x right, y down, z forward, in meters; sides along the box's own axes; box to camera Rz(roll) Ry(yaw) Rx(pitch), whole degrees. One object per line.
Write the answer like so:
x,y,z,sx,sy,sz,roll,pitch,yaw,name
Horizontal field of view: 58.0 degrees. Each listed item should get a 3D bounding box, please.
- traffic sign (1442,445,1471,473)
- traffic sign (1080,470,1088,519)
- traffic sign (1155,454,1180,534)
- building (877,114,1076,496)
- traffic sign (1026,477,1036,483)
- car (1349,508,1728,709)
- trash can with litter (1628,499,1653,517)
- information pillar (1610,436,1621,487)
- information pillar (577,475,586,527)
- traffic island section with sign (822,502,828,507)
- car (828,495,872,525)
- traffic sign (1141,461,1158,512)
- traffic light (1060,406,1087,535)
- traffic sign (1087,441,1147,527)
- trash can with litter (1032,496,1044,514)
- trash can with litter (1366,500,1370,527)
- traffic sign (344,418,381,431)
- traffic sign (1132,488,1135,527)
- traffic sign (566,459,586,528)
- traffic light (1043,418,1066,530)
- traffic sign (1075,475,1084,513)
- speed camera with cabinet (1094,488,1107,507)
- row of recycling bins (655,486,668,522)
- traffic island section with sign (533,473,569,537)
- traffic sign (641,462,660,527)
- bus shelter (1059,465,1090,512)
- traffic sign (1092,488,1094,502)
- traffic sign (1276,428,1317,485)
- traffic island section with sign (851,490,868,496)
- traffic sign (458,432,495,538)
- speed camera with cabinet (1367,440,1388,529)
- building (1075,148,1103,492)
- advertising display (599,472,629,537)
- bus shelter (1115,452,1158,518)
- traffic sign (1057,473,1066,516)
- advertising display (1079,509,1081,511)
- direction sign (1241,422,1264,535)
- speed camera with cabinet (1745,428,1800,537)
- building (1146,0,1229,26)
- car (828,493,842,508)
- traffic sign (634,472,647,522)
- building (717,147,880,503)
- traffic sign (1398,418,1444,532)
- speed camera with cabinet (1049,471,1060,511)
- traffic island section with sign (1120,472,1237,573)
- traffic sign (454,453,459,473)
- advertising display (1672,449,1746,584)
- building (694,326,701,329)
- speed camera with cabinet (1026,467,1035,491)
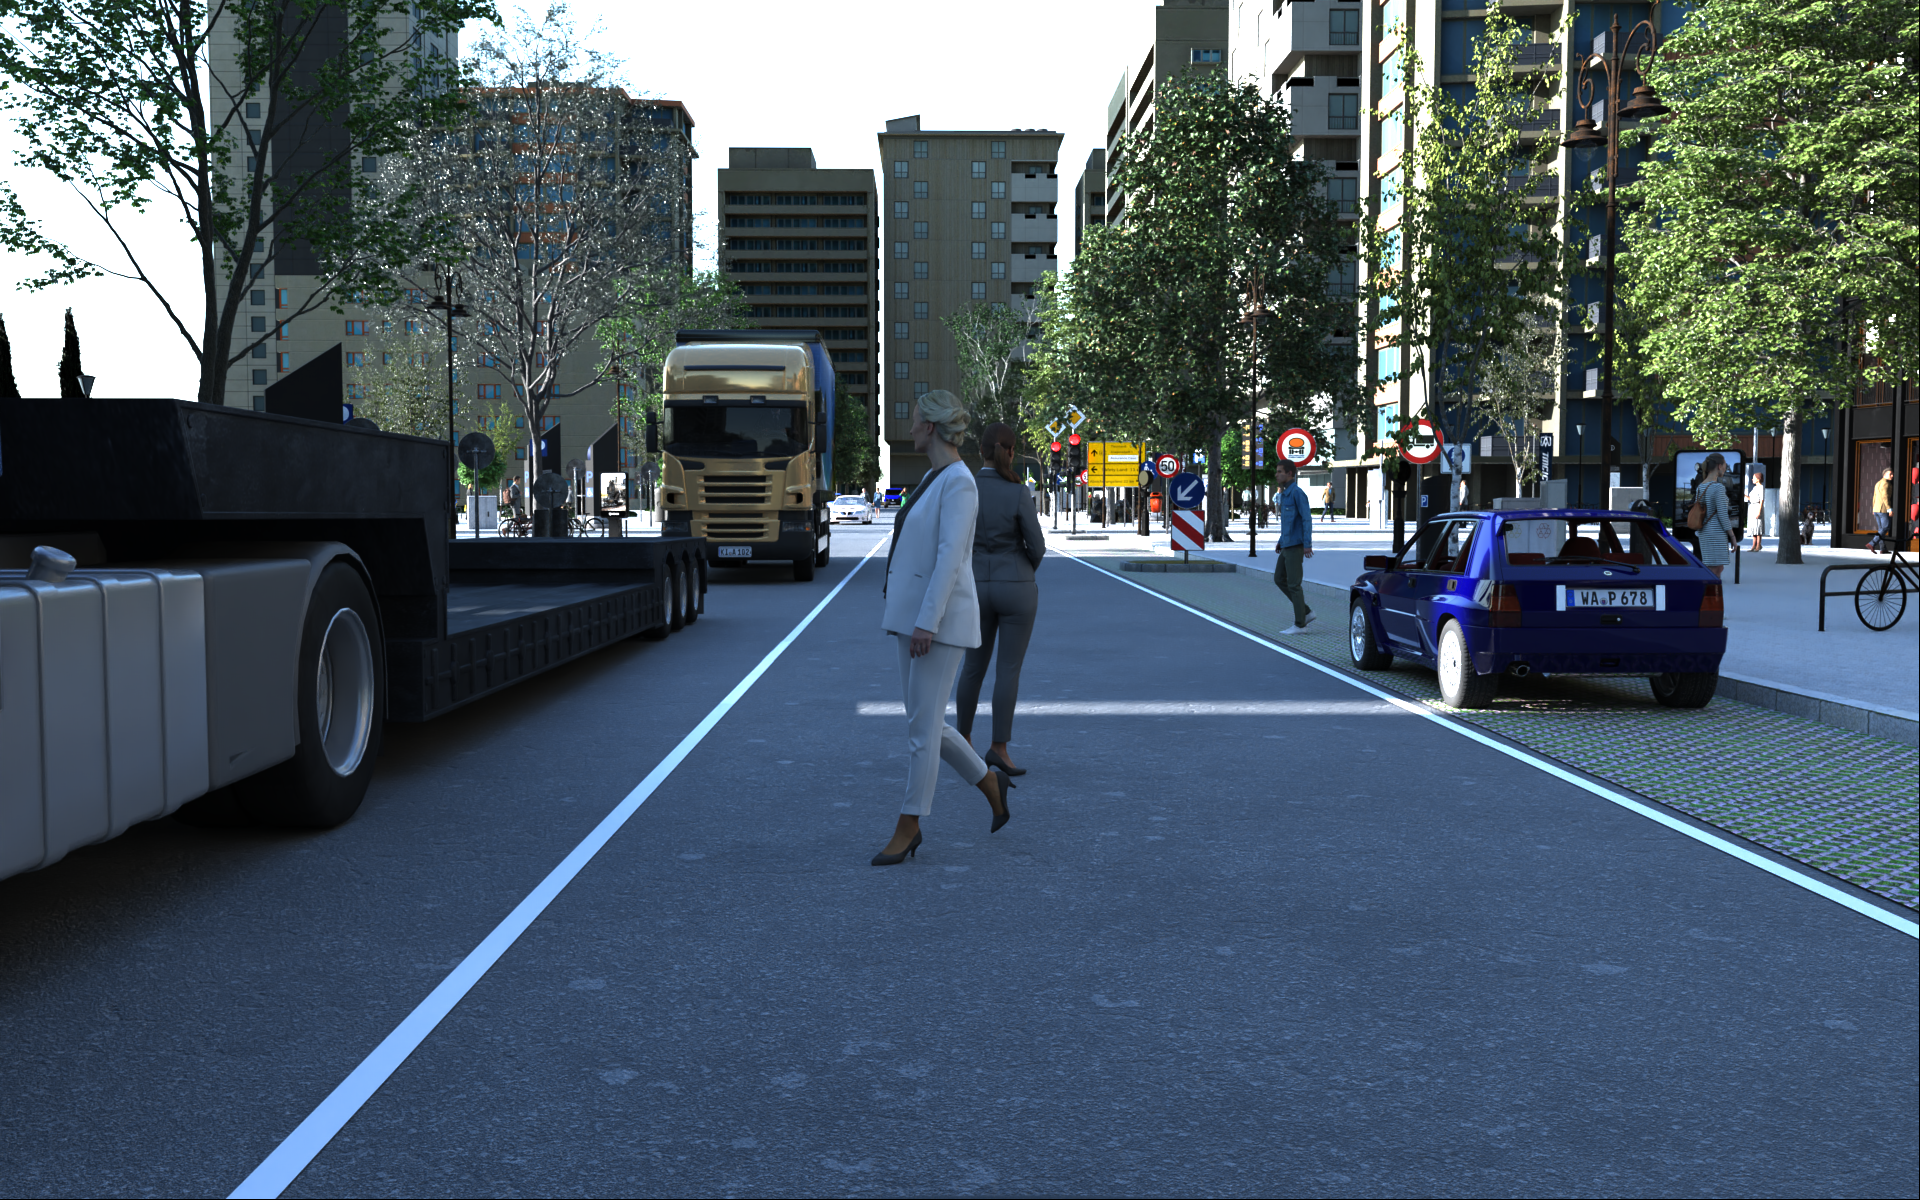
10.060,-2.023,35.209,0.606,2.300,0.079,0,4,1,traffic sign
6.597,-5.475,89.620,0.768,2.556,0.104,0,4,5,traffic sign
6.594,-3.361,55.061,0.768,2.556,0.104,0,4,7,traffic sign
2.318,-40.346,248.900,27.495,52.752,28.713,0,4,-1,building
5.362,-8.012,130.722,0.795,2.593,0.064,0,4,3,traffic sign
4.096,-0.018,12.874,1.945,1.354,3.894,0,4,-1,car
8.760,-0.728,22.962,1.678,1.210,2.233,3,5,45,trash can with litter
25.155,-4.610,66.724,0.504,3.616,0.183,0,4,3,information pillar
-14.883,-3.880,67.927,0.304,2.012,0.304,1,4,17,information pillar
-9.009,-6.494,114.796,1.989,1.847,2.006,0,4,-1,traffic island section with sign
-5.205,-4.292,82.529,2.083,1.381,4.827,0,4,1,car
7.223,-4.053,66.380,0.768,2.556,0.104,0,4,4,traffic sign
3.567,-4.014,54.554,0.839,4.253,0.868,0,4,-1,traffic light
6.025,-4.450,66.625,2.265,3.308,0.079,0,4,5,traffic sign
5.129,-6.309,114.213,2.233,1.210,1.678,0,4,7,trash can with litter
15.821,-3.349,66.143,0.624,1.170,1.055,1,4,13,trash can with litter
-9.997,-1.761,28.894,0.768,2.556,0.104,0,4,4,traffic sign
6.778,-4.132,67.659,0.768,2.556,0.104,0,4,2,traffic sign
-13.902,-3.828,62.694,0.768,2.556,0.104,0,4,8,traffic sign
3.422,-4.503,62.538,0.839,4.253,0.868,0,4,-1,traffic light
7.951,-7.097,116.143,0.768,2.556,0.104,0,4,3,traffic sign
8.164,-6.248,96.489,0.660,3.252,2.038,-1,4,-22,speed camera with cabinet
-12.500,-4.312,77.617,1.069,1.692,3.534,-3,5,-44,row of recycling bins
-7.486,-1.397,31.467,1.989,1.847,2.006,0,4,-1,traffic island section with sign
-12.168,-4.162,68.149,0.768,2.556,0.104,0,3,0,traffic sign
8.207,-7.880,122.757,2.014,3.302,5.546,0,4,-1,bus shelter
9.141,-7.275,119.049,0.768,2.556,0.104,0,4,5,traffic sign
6.466,-2.034,33.366,0.768,2.556,0.104,0,4,6,traffic sign
-9.886,-9.515,164.192,1.989,1.847,2.006,0,4,-1,traffic island section with sign
-9.933,-2.170,35.589,0.768,2.556,0.104,0,4,0,traffic sign
15.542,-4.286,64.409,0.660,3.252,2.038,1,4,19,speed camera with cabinet
27.080,-38.032,245.531,21.600,48.544,21.300,0,4,-1,building
-9.971,-2.736,49.947,0.974,1.923,0.123,2,4,27,advertising display
9.034,-6.932,90.974,2.179,5.291,8.768,0,4,-1,bus shelter
5.992,-6.261,102.477,0.768,2.556,0.104,0,4,7,traffic sign
8.962,-7.644,130.196,0.123,1.923,0.974,-2,4,-34,advertising display
9.118,-3.792,53.998,0.379,3.537,0.876,-3,5,-40,direction sign
24.265,-3.530,52.047,2.038,3.252,0.660,-1,4,-21,speed camera with cabinet
27.981,-33.239,167.159,21.300,48.544,21.600,0,4,-1,building
-9.531,-7.396,130.507,1.945,1.707,3.694,0,4,0,car
-14.660,-4.736,79.570,0.606,2.300,0.079,0,4,5,traffic sign
-22.308,-37.986,244.768,21.600,48.544,21.300,0,4,-1,building
7.760,-1.783,29.252,0.768,2.556,0.104,0,4,6,traffic sign
7.137,-8.271,129.560,0.660,3.252,2.038,-1,4,-13,speed camera with cabinet
4.026,-1.452,32.361,1.989,1.847,2.006,0,4,-1,traffic island section with sign
-14.698,-3.021,49.493,0.768,2.556,0.104,0,4,0,traffic sign
10.798,-1.210,25.002,0.974,1.923,0.123,3,5,43,advertising display
-40.196,-28.705,241.027,14.107,30.474,14.160,0,4,-1,building
5.319,-8.116,127.039,0.660,3.252,2.038,-1,4,-9,speed camera with cabinet
